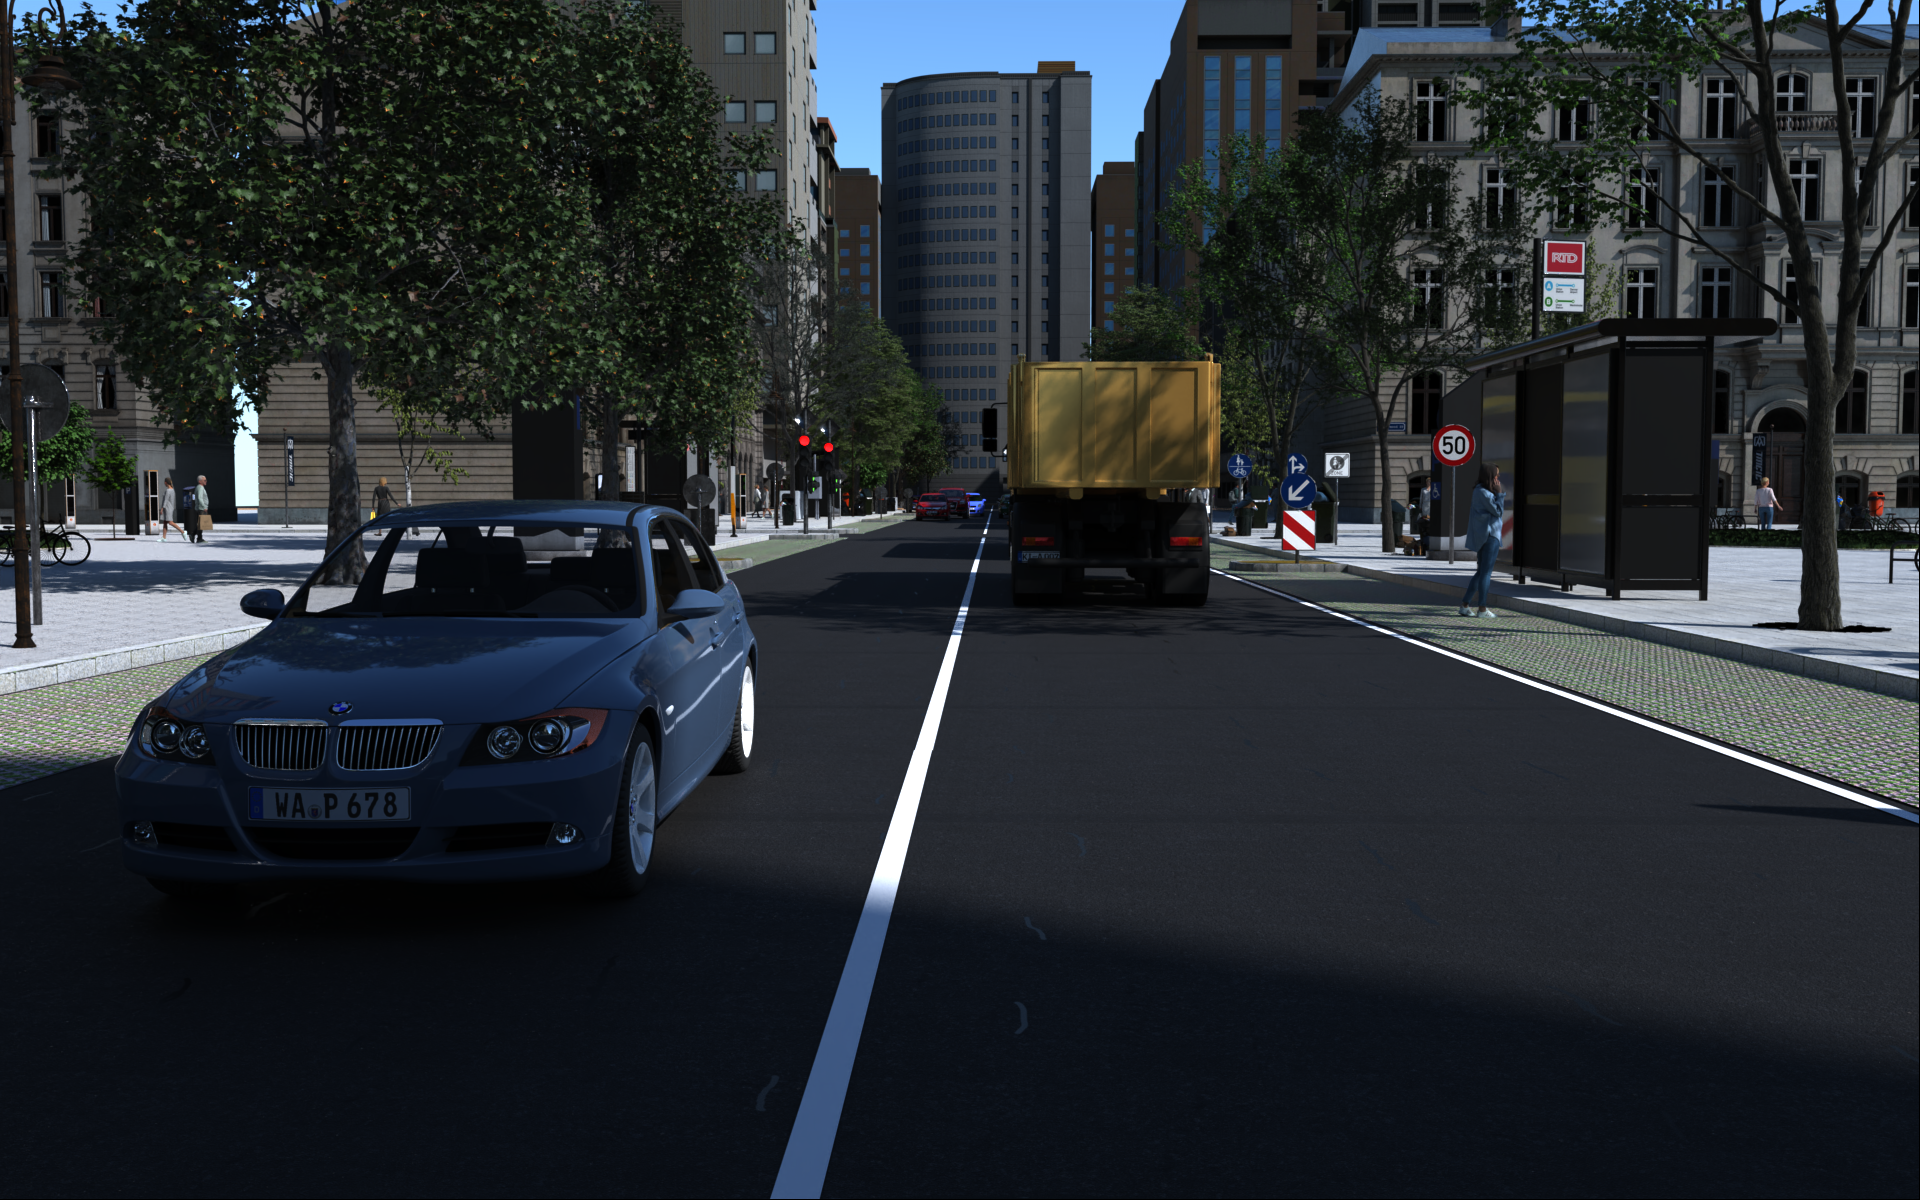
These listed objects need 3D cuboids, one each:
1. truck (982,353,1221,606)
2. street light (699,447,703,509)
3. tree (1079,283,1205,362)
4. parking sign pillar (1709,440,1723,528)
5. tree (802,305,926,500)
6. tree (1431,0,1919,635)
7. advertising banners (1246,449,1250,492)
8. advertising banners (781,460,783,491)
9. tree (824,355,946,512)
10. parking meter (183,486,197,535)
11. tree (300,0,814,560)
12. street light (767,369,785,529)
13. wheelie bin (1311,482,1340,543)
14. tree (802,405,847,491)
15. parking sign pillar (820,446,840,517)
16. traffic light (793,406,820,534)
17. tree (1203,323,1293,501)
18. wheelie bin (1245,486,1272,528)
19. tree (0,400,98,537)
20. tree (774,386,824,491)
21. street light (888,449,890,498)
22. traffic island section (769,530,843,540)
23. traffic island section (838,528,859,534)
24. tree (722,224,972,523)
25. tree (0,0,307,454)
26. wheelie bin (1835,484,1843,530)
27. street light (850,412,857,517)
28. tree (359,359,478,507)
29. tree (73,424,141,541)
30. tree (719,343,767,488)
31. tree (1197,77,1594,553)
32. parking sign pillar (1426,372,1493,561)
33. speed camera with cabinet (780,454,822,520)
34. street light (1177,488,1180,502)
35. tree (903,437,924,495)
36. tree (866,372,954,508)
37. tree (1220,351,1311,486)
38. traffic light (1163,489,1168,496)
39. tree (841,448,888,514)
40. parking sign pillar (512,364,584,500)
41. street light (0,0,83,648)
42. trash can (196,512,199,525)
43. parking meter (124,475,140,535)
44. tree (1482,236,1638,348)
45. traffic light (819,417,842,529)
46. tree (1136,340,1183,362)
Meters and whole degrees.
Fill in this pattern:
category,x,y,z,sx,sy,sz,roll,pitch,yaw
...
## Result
category,x,y,z,sx,sy,sz,roll,pitch,yaw
truck,2.010,-1.830,25.850,3.469,3.379,9.791,0,4,1
street light,-7.137,-4.578,47.642,0.468,5.910,1.993,0,4,1
tree,10.055,-10.731,93.584,7.486,12.596,7.792,0,3,0
parking sign pillar,26.953,-4.537,62.649,1.447,3.967,1.447,0,4,1
tree,-5.790,-11.359,103.851,7.486,12.596,7.792,0,3,0
tree,8.197,-5.530,16.177,9.928,11.665,9.643,0,3,0
advertising banners,11.178,-4.303,66.539,0.090,3.025,2.074,0,4,-1
advertising banners,-9.081,-5.683,89.109,0.090,3.025,2.074,0,4,1
tree,-6.271,-12.172,124.766,9.928,11.665,9.643,0,3,0
parking meter,-24.206,-2.815,54.442,0.372,1.533,0.369,0,3,0
tree,-8.069,-7.498,39.603,9.611,12.733,9.660,0,3,0
street light,-6.797,-5.587,64.135,0.468,5.910,1.993,0,4,1
wheelie bin,9.541,-2.293,45.391,0.693,1.594,0.980,1,4,23
tree,-10.512,-11.197,133.427,4.737,8.622,4.395,0,3,0
parking sign pillar,-7.497,-6.707,98.129,1.447,3.967,1.447,0,3,0
traffic light,-4.925,-4.069,55.444,0.839,4.253,0.868,0,4,1
tree,12.145,-7.578,74.270,4.737,8.622,4.395,0,3,0
wheelie bin,11.108,-3.470,64.645,0.980,1.594,0.693,0,3,0
tree,-27.177,-4.119,51.058,4.285,4.588,4.351,0,3,0
tree,-10.555,-10.076,115.100,4.360,8.622,3.978,0,3,0
street light,-5.387,-9.725,131.797,0.468,5.910,1.993,0,4,1
traffic island section,-4.965,-2.037,55.580,2.009,0.180,2.903,0,4,1
traffic island section,-4.798,-2.525,63.563,2.009,0.180,2.903,0,4,1
tree,-7.525,-10.252,77.986,12.009,13.543,11.850,0,3,0
tree,-8.849,-6.576,24.521,9.611,12.733,9.660,0,3,0
wheelie bin,26.703,-2.781,53.384,0.980,1.594,0.693,3,4,38
street light,-6.078,-7.669,98.173,0.468,5.910,1.993,0,4,1
tree,-15.378,-5.994,48.366,4.737,8.622,4.395,0,3,0
tree,-23.632,-3.267,48.010,1.663,3.219,1.824,0,3,0
tree,-9.693,-7.148,67.240,4.737,8.622,4.395,0,3,0
tree,9.497,-6.344,38.132,8.767,10.594,7.601,0,4,7
parking sign pillar,9.817,-2.761,33.619,1.447,3.967,1.447,-1,4,-16
speed camera with cabinet,-7.930,-5.617,86.179,2.038,3.252,0.660,1,4,8
street light,8.916,-5.982,70.588,0.468,5.910,1.993,0,4,1
tree,-4.553,-14.173,182.085,4.737,8.622,4.395,0,3,0
tree,-5.301,-14.733,157.889,9.611,12.733,9.660,0,3,0
tree,15.185,-8.323,86.438,4.360,8.622,3.978,0,3,0
traffic light,6.534,-4.055,55.221,0.839,4.253,0.868,0,4,1
tree,-6.052,-7.794,111.143,4.285,4.588,4.351,0,3,0
parking sign pillar,-8.046,-2.773,33.804,1.447,3.967,1.447,1,4,11
street light,-7.826,-2.539,14.305,0.468,5.910,1.993,0,4,1
trash can,-29.064,-3.306,65.713,0.748,1.137,0.748,0,3,0
parking meter,-25.874,-2.960,54.100,0.399,1.863,0.255,2,4,24
tree,17.110,-6.041,49.141,4.737,8.622,4.395,0,3,0
traffic light,-4.758,-4.557,63.428,0.839,4.253,0.868,0,4,1
tree,9.532,-8.167,83.898,4.360,8.622,3.978,0,3,0
